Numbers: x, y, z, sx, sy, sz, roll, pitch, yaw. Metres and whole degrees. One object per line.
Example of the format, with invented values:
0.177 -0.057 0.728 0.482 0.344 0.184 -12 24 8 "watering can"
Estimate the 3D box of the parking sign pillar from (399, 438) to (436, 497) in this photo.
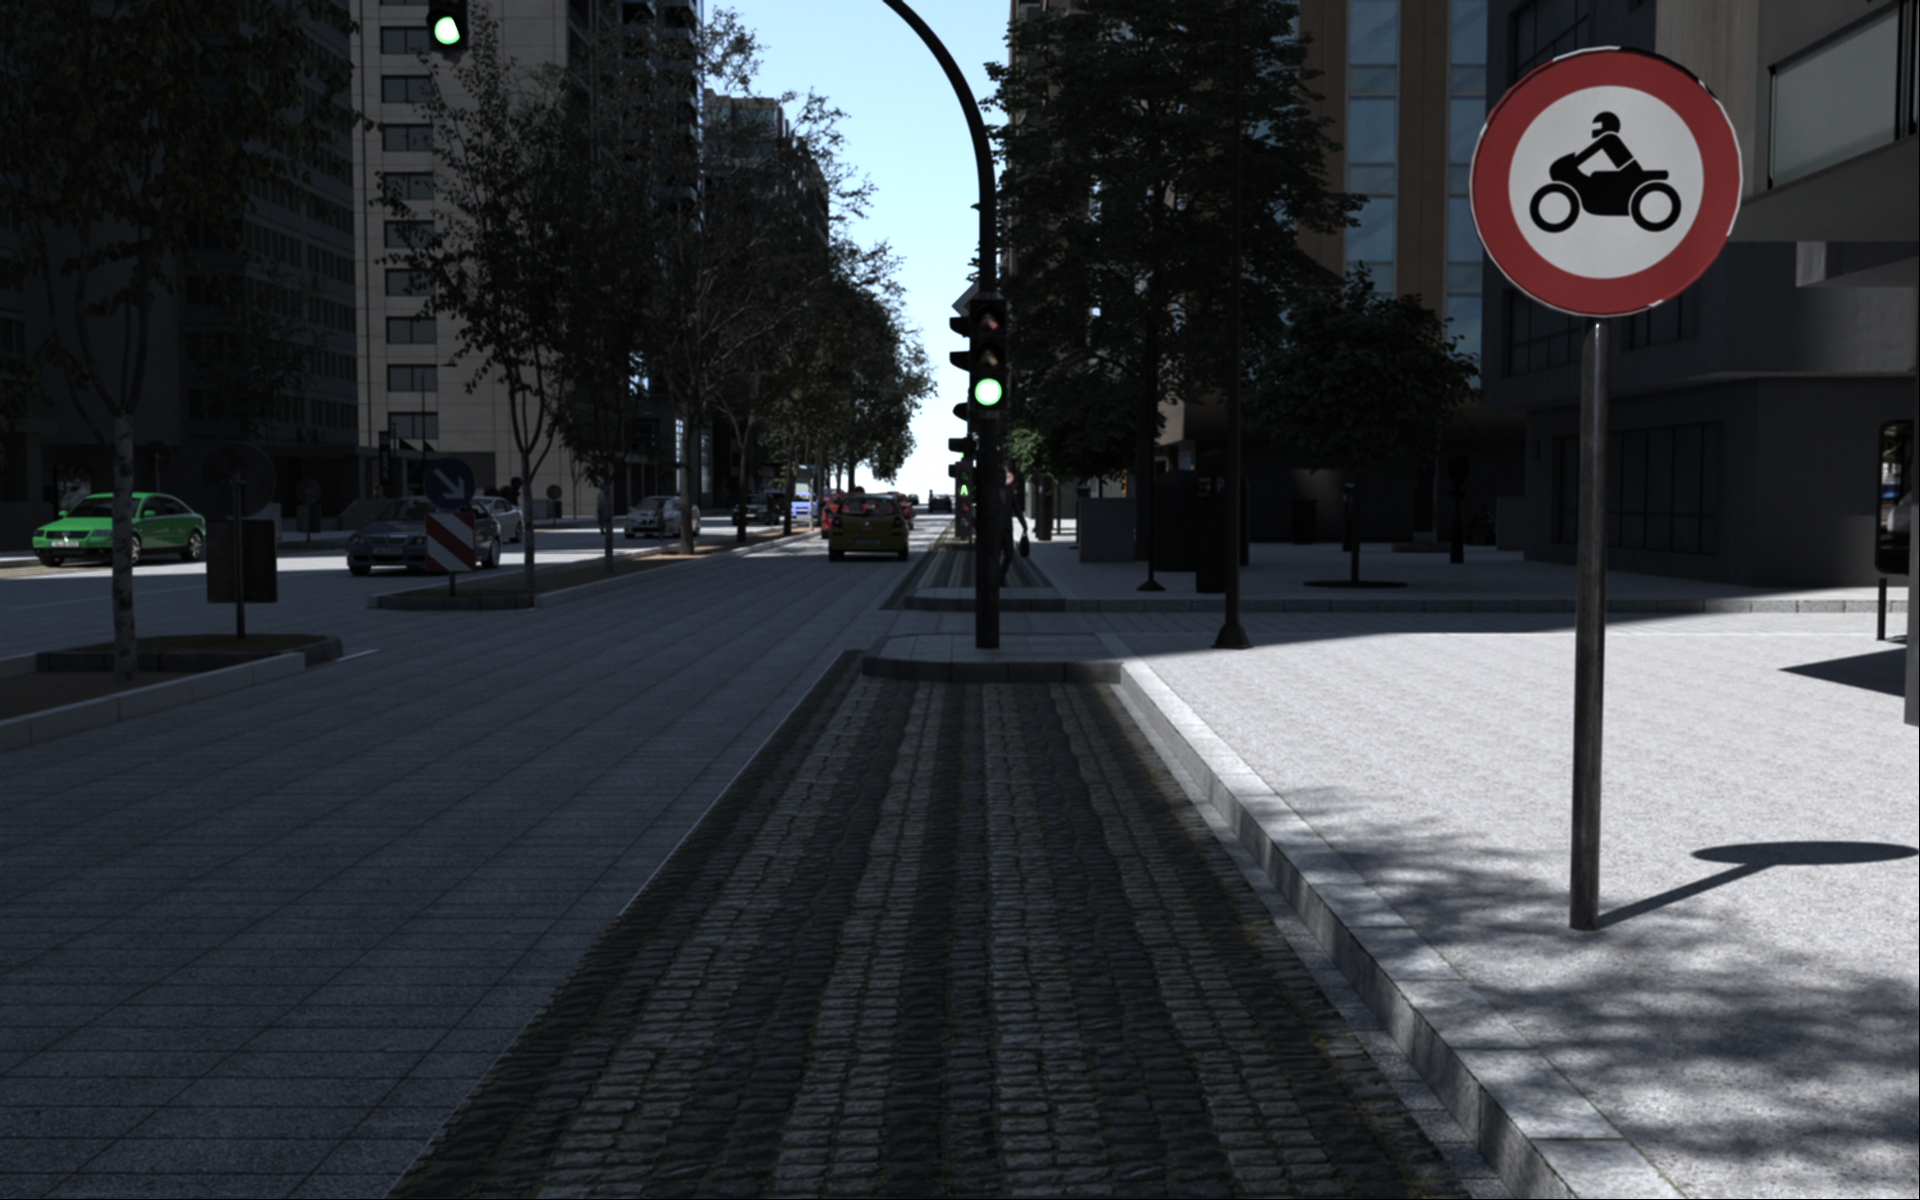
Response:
-26.294 -5.787 83.094 1.447 3.967 1.447 0 4 7 "parking sign pillar"

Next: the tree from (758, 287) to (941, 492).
-5.852 -10.628 93.226 9.611 12.733 9.660 0 3 0 "tree"

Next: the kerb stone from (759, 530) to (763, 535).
-7.068 -2.324 60.188 0.120 0.150 1.000 0 4 0 "kerb stone"

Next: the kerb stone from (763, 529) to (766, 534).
-7.057 -2.384 61.210 0.120 0.150 1.000 0 4 0 "kerb stone"

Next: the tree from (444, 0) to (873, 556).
-6.439 -7.800 40.358 12.009 13.543 11.850 0 3 0 "tree"

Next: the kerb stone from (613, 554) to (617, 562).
-7.268 -0.819 35.583 0.120 0.150 1.000 0 4 0 "kerb stone"

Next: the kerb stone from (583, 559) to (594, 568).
-7.300 -0.694 33.539 0.120 0.150 1.000 0 4 0 "kerb stone"

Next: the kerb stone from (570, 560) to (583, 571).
-7.298 -0.625 32.517 0.120 0.150 1.000 0 4 0 "kerb stone"

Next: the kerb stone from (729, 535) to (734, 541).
-7.122 -1.883 53.014 0.120 0.150 1.000 0 4 0 "kerb stone"

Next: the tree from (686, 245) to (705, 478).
-6.380 -4.786 31.078 4.360 8.622 3.978 0 3 0 "tree"

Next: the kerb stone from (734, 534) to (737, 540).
-7.119 -1.947 54.036 0.120 0.150 1.000 0 4 0 "kerb stone"

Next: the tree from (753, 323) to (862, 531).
-5.692 -6.917 65.918 4.737 8.622 4.395 0 3 0 "tree"

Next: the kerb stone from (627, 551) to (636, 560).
-7.263 -0.944 37.629 0.120 0.150 1.000 0 4 0 "kerb stone"

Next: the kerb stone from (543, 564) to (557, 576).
-7.322 -0.506 30.466 0.120 0.150 1.000 0 4 0 "kerb stone"

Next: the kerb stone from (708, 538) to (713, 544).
-7.169 -1.634 48.904 0.120 0.150 1.000 0 4 0 "kerb stone"

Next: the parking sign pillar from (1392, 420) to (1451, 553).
10.328 -3.051 38.351 1.447 3.967 1.447 1 4 20 "parking sign pillar"

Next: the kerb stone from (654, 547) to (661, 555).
-7.233 -1.132 40.708 0.120 0.150 1.000 0 4 0 "kerb stone"

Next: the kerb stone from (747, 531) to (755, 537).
-7.089 -2.198 58.140 0.120 0.150 1.000 0 4 0 "kerb stone"

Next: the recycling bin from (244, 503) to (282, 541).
-19.144 -2.148 47.674 0.722 1.027 0.722 -3 4 -36 "recycling bin"

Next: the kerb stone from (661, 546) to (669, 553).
-7.223 -1.193 41.732 0.120 0.150 1.000 0 4 0 "kerb stone"

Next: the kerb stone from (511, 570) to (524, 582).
-7.330 -0.378 28.422 0.120 0.150 1.000 0 4 0 "kerb stone"

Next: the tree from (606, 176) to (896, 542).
-6.500 -6.956 50.600 8.767 10.594 7.601 0 4 0 "tree"

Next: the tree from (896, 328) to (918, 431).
-6.037 -7.507 59.604 8.767 10.594 7.601 0 4 0 "tree"

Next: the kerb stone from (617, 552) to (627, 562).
-7.261 -0.881 36.605 0.120 0.150 1.000 0 4 0 "kerb stone"

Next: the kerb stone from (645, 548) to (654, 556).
-7.226 -1.070 39.686 0.120 0.150 1.000 0 4 0 "kerb stone"

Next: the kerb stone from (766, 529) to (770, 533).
-7.050 -2.449 62.232 0.120 0.150 1.000 0 4 0 "kerb stone"

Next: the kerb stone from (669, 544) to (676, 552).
-7.209 -1.257 42.754 0.120 0.150 1.000 0 4 0 "kerb stone"

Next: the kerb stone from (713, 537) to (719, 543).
-7.159 -1.696 49.929 0.120 0.150 1.000 0 4 0 "kerb stone"

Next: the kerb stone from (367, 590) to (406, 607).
-7.390 -0.005 22.280 0.120 0.150 1.000 0 4 0 "kerb stone"

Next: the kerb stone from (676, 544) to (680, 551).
-7.201 -1.320 43.778 0.120 0.150 1.000 0 4 0 "kerb stone"

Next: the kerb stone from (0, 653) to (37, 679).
-7.457 0.530 13.523 0.120 0.150 1.000 0 4 0 "kerb stone"

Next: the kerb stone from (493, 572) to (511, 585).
-7.342 -0.318 27.400 0.120 0.150 1.000 0 4 0 "kerb stone"

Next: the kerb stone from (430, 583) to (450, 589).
-7.370 -0.130 24.334 0.120 0.150 1.000 0 4 0 "kerb stone"

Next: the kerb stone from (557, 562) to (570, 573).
-7.306 -0.568 31.489 0.120 0.150 1.000 0 4 0 "kerb stone"

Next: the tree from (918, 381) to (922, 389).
-6.056 -9.036 84.602 8.767 10.594 7.601 0 4 0 "tree"

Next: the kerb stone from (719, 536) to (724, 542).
-7.146 -1.759 50.966 0.120 0.150 1.000 0 4 0 "kerb stone"

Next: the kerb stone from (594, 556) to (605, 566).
-7.287 -0.745 34.562 0.120 0.150 1.000 0 4 0 "kerb stone"

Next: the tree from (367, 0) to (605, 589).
-6.441 -4.444 25.485 4.360 8.622 3.978 0 3 0 "tree"

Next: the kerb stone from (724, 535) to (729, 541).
-7.127 -1.818 51.988 0.120 0.150 1.000 0 4 0 "kerb stone"

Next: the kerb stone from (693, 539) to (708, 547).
-7.173 -1.571 47.878 0.120 0.150 1.000 0 4 0 "kerb stone"

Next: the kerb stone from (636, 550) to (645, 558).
-7.245 -1.003 38.658 0.120 0.150 1.000 0 4 0 "kerb stone"

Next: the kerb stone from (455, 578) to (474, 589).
-7.358 -0.193 25.356 0.120 0.150 1.000 0 4 0 "kerb stone"

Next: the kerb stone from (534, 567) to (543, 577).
-7.324 -0.443 29.444 0.120 0.150 1.000 0 4 0 "kerb stone"

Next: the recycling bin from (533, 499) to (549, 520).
-21.250 -4.588 87.567 0.722 1.027 0.722 3 4 36 "recycling bin"

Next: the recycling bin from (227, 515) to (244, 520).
-22.647 -2.576 54.679 0.722 1.027 0.722 0 3 0 "recycling bin"

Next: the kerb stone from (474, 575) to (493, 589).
-7.347 -0.256 26.378 0.120 0.150 1.000 0 4 0 "kerb stone"

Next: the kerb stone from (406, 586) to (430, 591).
-7.381 -0.065 23.311 0.120 0.150 1.000 0 4 0 "kerb stone"

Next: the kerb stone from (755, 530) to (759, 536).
-7.074 -2.260 59.162 0.120 0.150 1.000 0 4 0 "kerb stone"
